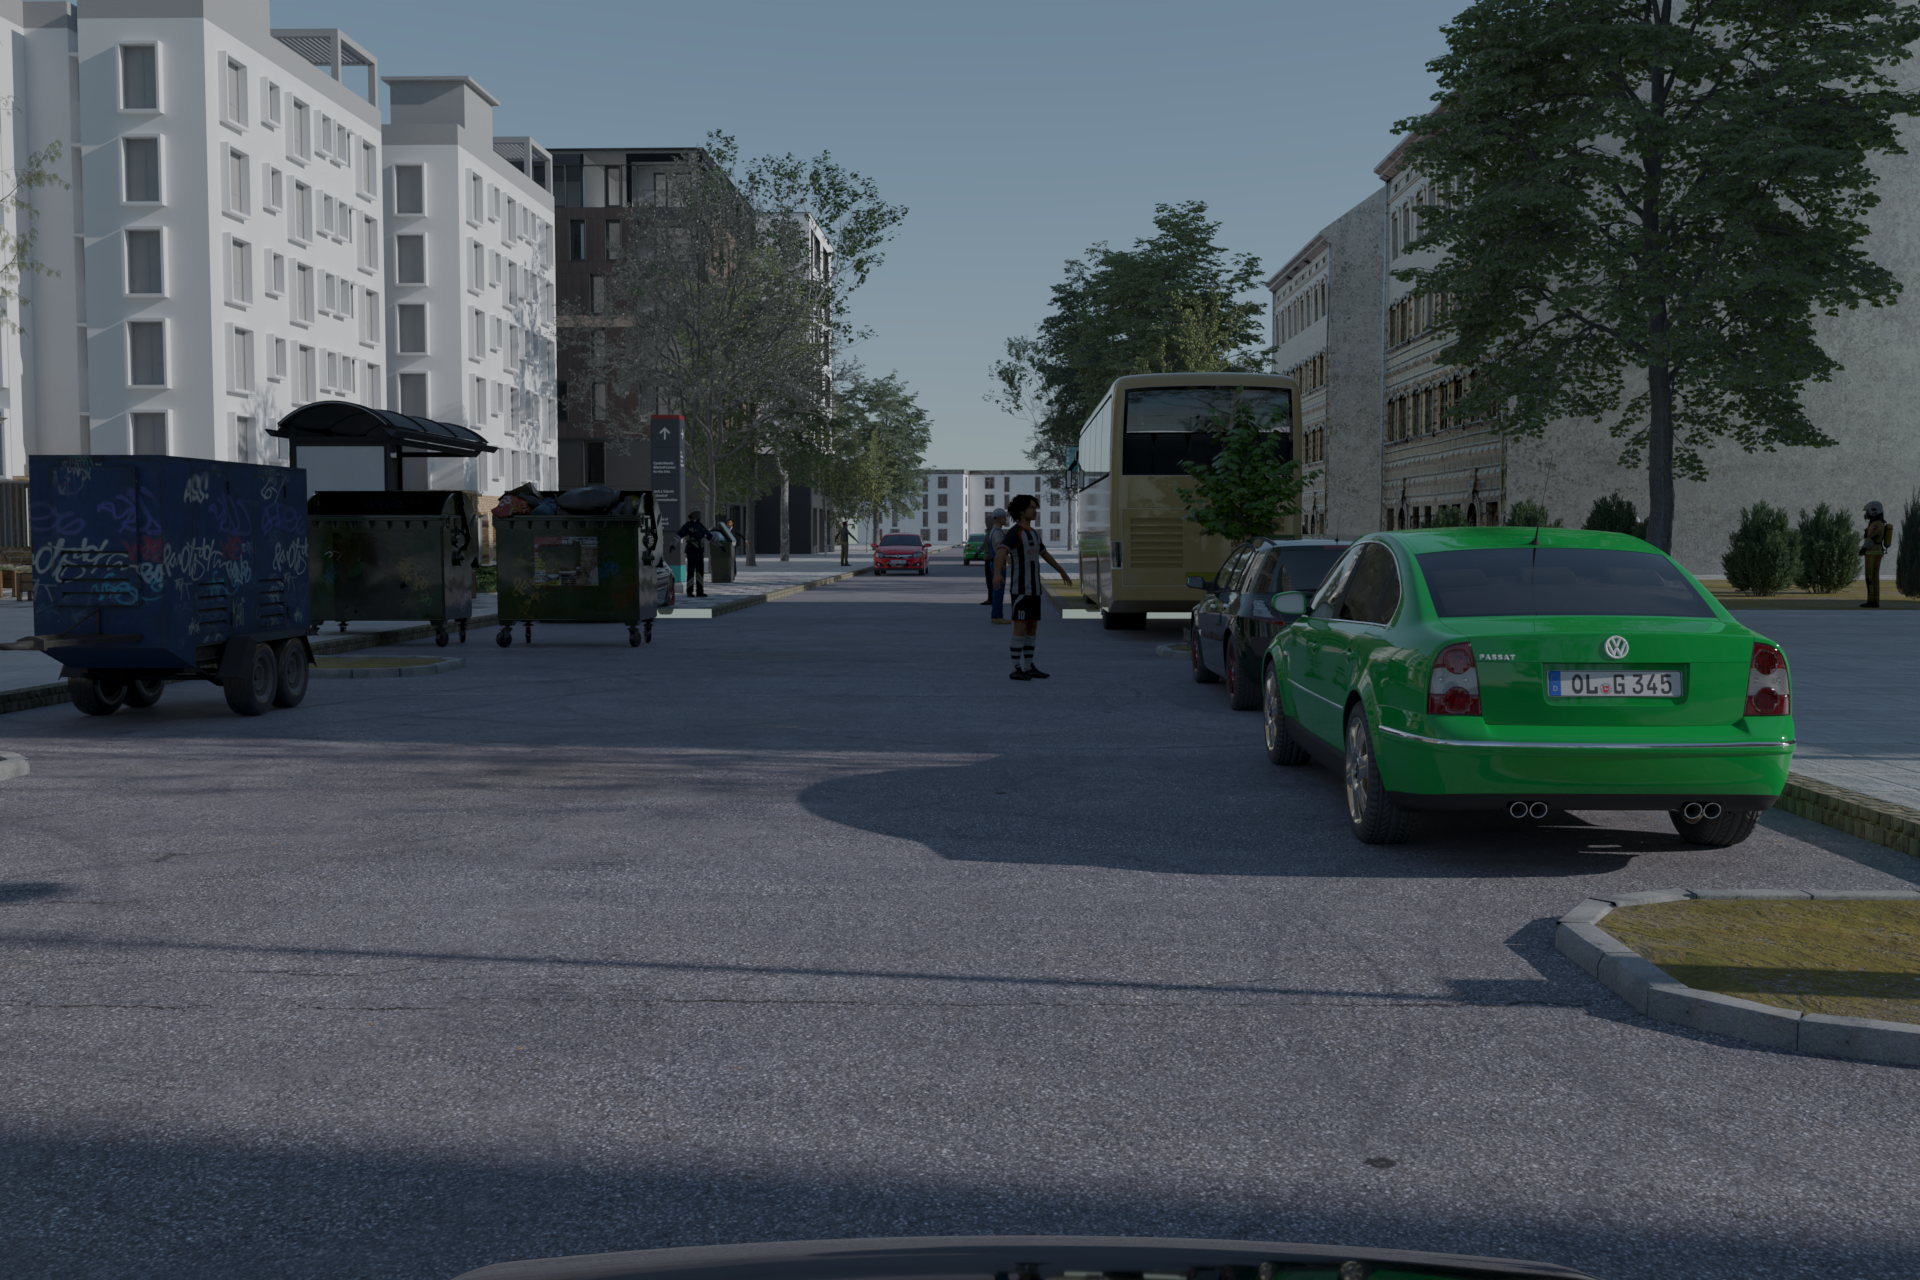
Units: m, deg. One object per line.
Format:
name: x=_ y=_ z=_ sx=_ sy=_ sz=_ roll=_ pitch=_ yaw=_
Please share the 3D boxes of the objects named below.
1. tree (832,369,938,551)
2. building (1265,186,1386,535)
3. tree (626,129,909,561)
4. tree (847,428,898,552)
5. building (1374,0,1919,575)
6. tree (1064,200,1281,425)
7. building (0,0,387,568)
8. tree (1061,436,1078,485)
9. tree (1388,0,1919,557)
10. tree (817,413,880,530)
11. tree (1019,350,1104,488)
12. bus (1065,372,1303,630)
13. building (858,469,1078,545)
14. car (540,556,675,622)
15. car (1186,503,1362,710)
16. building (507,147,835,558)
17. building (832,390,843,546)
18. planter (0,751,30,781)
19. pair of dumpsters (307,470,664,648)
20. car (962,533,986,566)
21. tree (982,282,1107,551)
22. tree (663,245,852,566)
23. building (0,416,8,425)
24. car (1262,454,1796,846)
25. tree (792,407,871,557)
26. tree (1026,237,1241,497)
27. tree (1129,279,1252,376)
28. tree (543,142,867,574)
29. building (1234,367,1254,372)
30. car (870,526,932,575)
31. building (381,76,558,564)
tree: x=-6.560 y=-13.831 z=132.796 sx=9.857 sy=13.997 sz=8.962 roll=0 pitch=3 yaw=0
building: x=27.926 y=-16.190 z=95.627 sx=19.493 sy=23.208 sz=18.063 roll=0 pitch=4 yaw=1
tree: x=-9.098 y=-13.816 z=81.788 sx=12.611 sy=20.169 sz=13.585 roll=0 pitch=3 yaw=0
tree: x=-6.428 y=-10.421 z=120.753 sx=4.737 sy=8.622 sz=4.395 roll=0 pitch=3 yaw=0
building: x=26.599 y=-14.175 z=62.683 sx=19.493 sy=23.208 sz=18.063 roll=0 pitch=4 yaw=2
tree: x=7.253 y=-8.629 z=59.209 sx=7.486 sy=12.596 sz=7.792 roll=0 pitch=3 yaw=0
building: x=-27.976 y=-12.189 z=55.714 sx=16.016 sy=20.090 sz=11.380 roll=0 pitch=4 yaw=1
tree: x=7.912 y=-8.927 z=96.311 sx=4.737 sy=8.622 sz=4.395 roll=0 pitch=3 yaw=0
tree: x=9.438 y=-6.460 z=23.751 sx=7.486 sy=12.596 sz=7.792 roll=0 pitch=3 yaw=0
tree: x=-6.880 y=-9.405 z=104.139 sx=4.360 sy=8.622 sz=3.978 roll=0 pitch=3 yaw=0
tree: x=8.642 y=-11.960 z=105.914 sx=12.009 sy=13.543 sz=11.850 roll=0 pitch=3 yaw=0
bus: x=3.404 y=-2.277 z=28.775 sx=2.896 sy=3.916 sz=12.252 roll=0 pitch=4 yaw=2
building: x=1.281 y=-17.116 z=224.446 sx=28.070 sy=9.664 sz=9.099 roll=1 pitch=4 yaw=11
car: x=-6.024 y=-1.208 z=29.536 sx=2.009 sy=1.686 sz=4.222 roll=0 pitch=4 yaw=2
car: x=3.080 y=-0.346 z=15.439 sx=2.009 sy=1.686 sz=4.222 roll=0 pitch=4 yaw=1
building: x=-23.506 y=-16.177 z=108.463 sx=27.936 sy=21.610 sz=32.646 roll=0 pitch=4 yaw=2
building: x=-22.708 y=-21.679 z=185.373 sx=19.493 sy=23.208 sz=18.063 roll=0 pitch=4 yaw=2
planter: x=-6.567 y=0.688 z=9.894 sx=1.991 sy=0.319 sz=1.994 roll=0 pitch=4 yaw=1
pair of dumpsters: x=-6.133 y=-1.060 z=22.289 sx=4.436 sy=2.255 sz=1.574 roll=0 pitch=4 yaw=2
car: x=1.065 y=-4.354 z=79.984 sx=1.959 sy=1.807 sz=4.718 roll=0 pitch=4 yaw=1
tree: x=8.053 y=-16.903 z=132.250 sx=12.611 sy=20.169 sz=13.585 roll=0 pitch=3 yaw=0
tree: x=-8.068 y=-9.178 z=68.184 sx=7.486 sy=12.596 sz=7.792 roll=0 pitch=3 yaw=0
building: x=-27.768 y=-12.486 z=20.794 sx=14.369 sy=24.946 sz=33.146 roll=0 pitch=4 yaw=2
car: x=2.759 y=-0.034 z=9.351 sx=1.959 sy=1.807 sz=4.718 roll=0 pitch=4 yaw=2
tree: x=-7.218 y=-8.909 z=96.019 sx=4.737 sy=8.622 sz=4.395 roll=0 pitch=3 yaw=0
tree: x=7.760 y=-10.271 z=74.592 sx=9.857 sy=13.997 sz=8.962 roll=0 pitch=3 yaw=0
tree: x=6.720 y=-6.124 z=50.492 sx=4.737 sy=8.622 sz=4.395 roll=0 pitch=3 yaw=0
tree: x=-8.096 y=-8.874 z=55.454 sx=12.009 sy=13.543 sz=11.850 roll=0 pitch=3 yaw=0
building: x=26.848 y=-21.306 z=204.776 sx=16.016 sy=20.090 sz=11.380 roll=0 pitch=4 yaw=1
car: x=-2.055 y=-3.194 z=61.266 sx=2.155 sy=1.783 sz=4.494 roll=0 pitch=4 yaw=2
building: x=-25.174 y=-13.253 z=73.114 sx=16.016 sy=20.090 sz=11.380 roll=0 pitch=4 yaw=0
